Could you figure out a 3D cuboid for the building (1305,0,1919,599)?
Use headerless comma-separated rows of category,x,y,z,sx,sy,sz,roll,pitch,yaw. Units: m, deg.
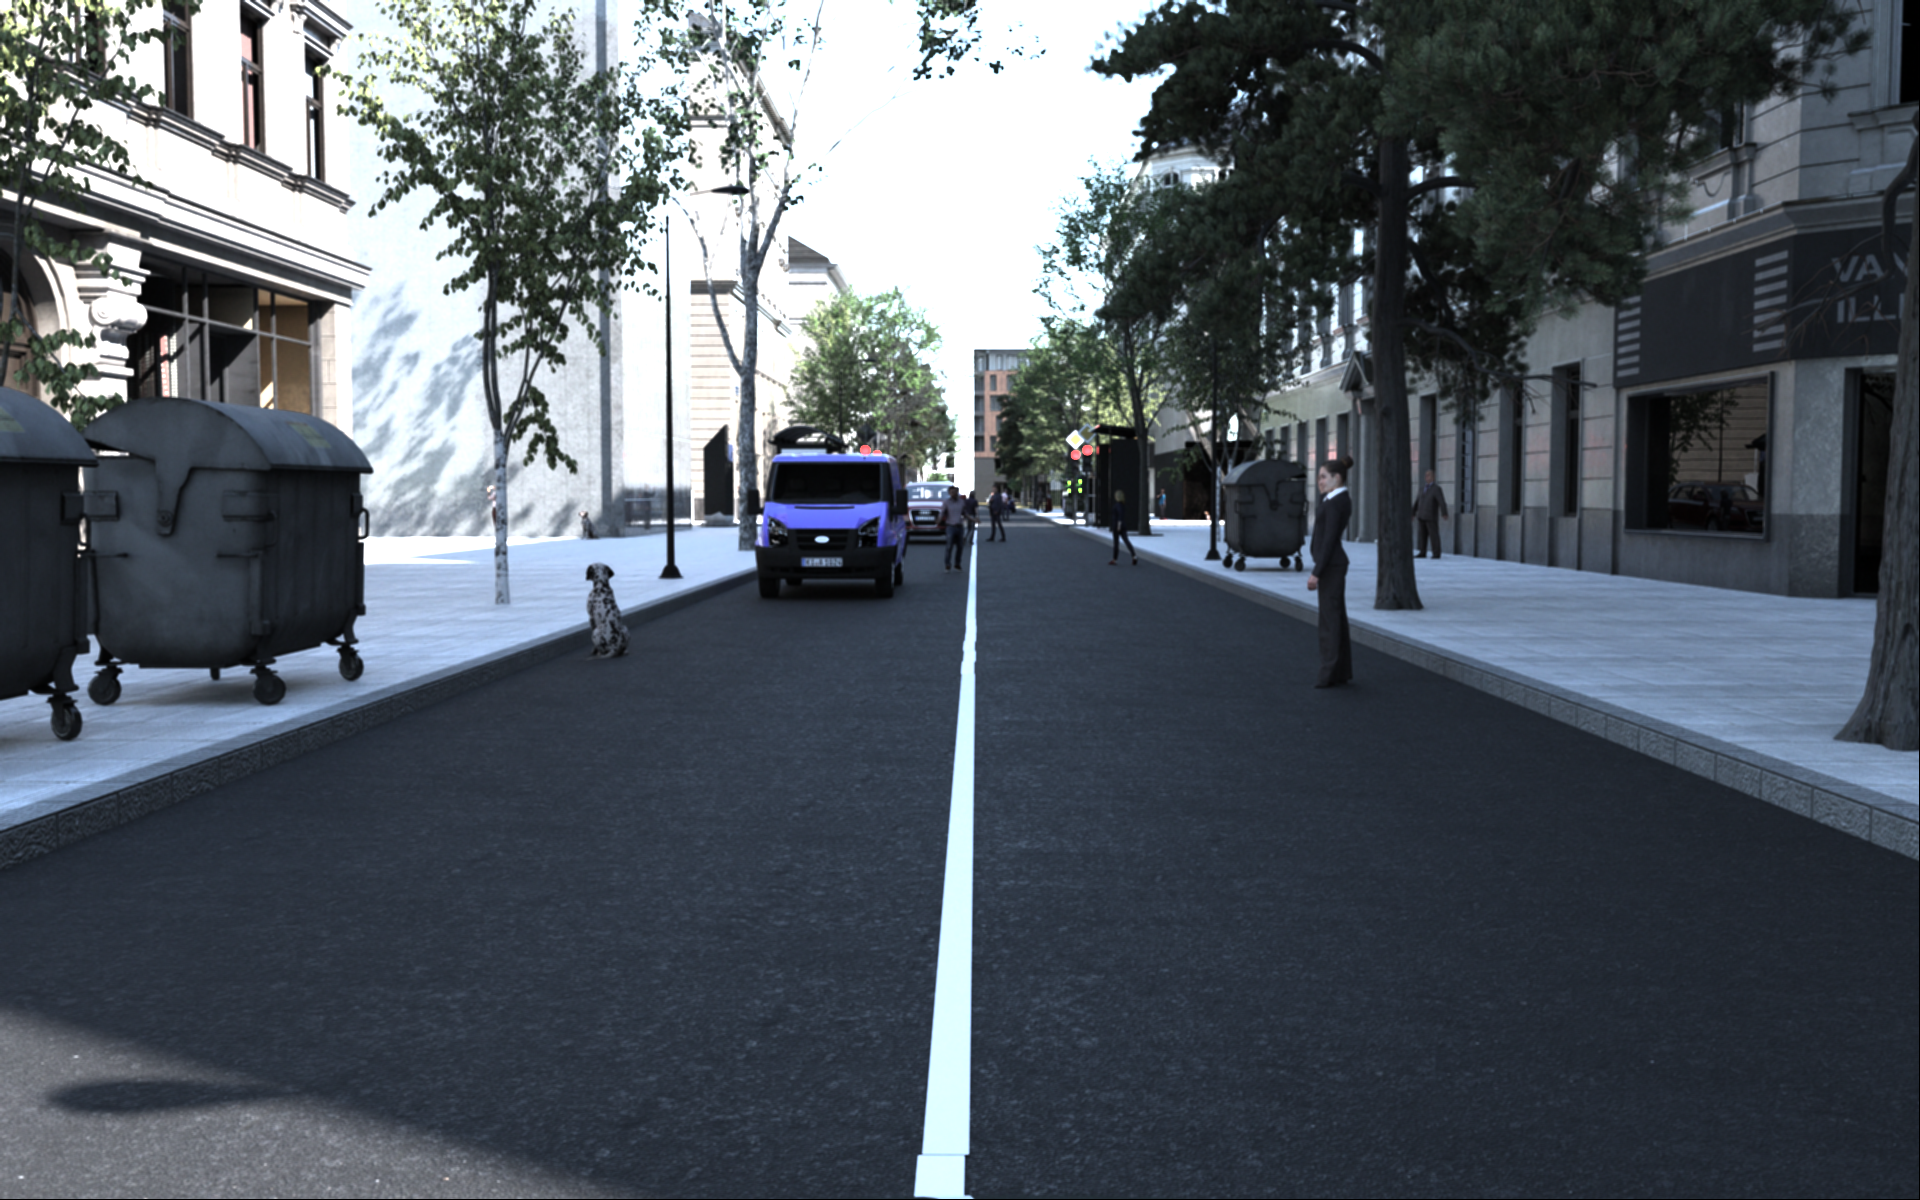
building,18.370,-16.107,39.757,17.030,29.872,44.131,0,4,1

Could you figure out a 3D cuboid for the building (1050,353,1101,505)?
building,19.827,-20.773,206.098,16.747,18.905,31.486,0,4,1

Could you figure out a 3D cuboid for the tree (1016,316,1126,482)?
tree,7.251,-11.724,109.816,7.486,12.596,7.792,0,3,0

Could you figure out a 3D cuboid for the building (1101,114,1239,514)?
building,20.096,-21.513,128.152,17.030,29.872,44.131,0,4,1

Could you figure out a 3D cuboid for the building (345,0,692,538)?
building,-19.711,-14.566,56.169,19.932,24.808,12.078,0,4,1

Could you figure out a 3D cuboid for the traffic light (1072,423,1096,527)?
traffic light,4.919,-4.780,67.405,0.839,4.213,0.868,0,4,1

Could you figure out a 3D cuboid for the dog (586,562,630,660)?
dog,-3.194,0.093,15.317,0.513,0.831,0.800,1,4,10

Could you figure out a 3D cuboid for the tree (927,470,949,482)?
tree,-2.864,-14.327,217.964,4.285,4.588,4.351,0,3,0

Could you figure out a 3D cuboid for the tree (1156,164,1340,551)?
tree,6.120,-5.382,38.360,4.360,8.622,3.978,0,3,0

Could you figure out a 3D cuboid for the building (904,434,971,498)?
building,-12.497,-18.451,243.812,28.070,9.664,9.099,0,4,1

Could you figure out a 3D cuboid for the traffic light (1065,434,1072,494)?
traffic light,4.996,-5.269,75.389,0.839,4.213,0.868,0,4,1

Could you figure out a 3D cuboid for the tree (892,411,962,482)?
tree,-3.422,-13.728,158.872,7.601,10.594,8.767,1,4,14

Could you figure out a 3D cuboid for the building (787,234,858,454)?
building,-13.890,-16.764,125.004,10.553,20.767,40.483,0,4,1

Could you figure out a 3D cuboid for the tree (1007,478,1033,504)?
tree,7.798,-14.815,225.935,4.285,4.588,4.351,0,3,0

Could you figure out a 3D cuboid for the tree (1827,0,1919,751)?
tree,4.955,-5.286,8.488,6.751,12.117,7.091,0,3,0

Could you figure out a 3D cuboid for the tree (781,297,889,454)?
tree,-4.387,-6.951,64.015,4.737,8.622,4.395,0,3,0

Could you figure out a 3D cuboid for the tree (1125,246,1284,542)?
tree,6.951,-5.896,46.754,4.737,8.622,4.395,0,3,0

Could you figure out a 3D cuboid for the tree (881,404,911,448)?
tree,-5.793,-11.219,133.791,4.360,8.622,3.978,0,3,0

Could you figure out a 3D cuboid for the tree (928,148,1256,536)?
tree,5.530,-7.785,53.048,9.928,11.665,9.643,0,3,0

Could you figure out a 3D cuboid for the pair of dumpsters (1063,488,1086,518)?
pair of dumpsters,6.423,-5.531,92.926,1.574,2.255,4.436,0,4,1

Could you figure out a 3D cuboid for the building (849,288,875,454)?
building,-16.283,-18.363,156.651,16.016,20.091,11.380,0,4,1

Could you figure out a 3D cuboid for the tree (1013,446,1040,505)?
tree,7.389,-15.976,211.572,4.360,8.622,3.978,0,3,0

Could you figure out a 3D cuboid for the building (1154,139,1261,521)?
building,19.148,-13.485,87.939,16.811,18.784,16.820,0,4,1

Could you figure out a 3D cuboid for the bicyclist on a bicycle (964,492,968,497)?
bicyclist on a bicycle,0.586,-10.968,189.354,1.499,1.676,1.625,0,4,1

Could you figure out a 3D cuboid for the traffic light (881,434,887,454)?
traffic light,-3.565,-5.273,75.456,0.839,4.213,0.868,0,4,1

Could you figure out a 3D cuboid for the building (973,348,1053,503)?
building,18.237,-25.018,253.023,32.646,21.610,27.936,0,4,1

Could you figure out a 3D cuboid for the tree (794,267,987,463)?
tree,-3.745,-11.156,92.764,12.009,13.543,11.850,0,3,0

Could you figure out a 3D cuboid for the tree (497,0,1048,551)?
tree,-4.354,-11.281,40.326,12.611,20.169,13.585,0,3,0

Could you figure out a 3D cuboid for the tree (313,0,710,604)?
tree,-5.116,-4.261,20.037,4.737,8.622,4.395,0,3,0

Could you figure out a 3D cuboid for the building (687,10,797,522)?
building,-16.111,-18.032,92.091,12.463,27.353,25.104,0,4,1

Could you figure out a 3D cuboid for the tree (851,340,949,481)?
tree,-4.088,-11.889,116.440,6.751,12.117,7.091,0,3,0

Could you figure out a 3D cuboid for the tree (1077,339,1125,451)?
tree,7.716,-7.956,80.444,4.737,8.622,4.395,0,3,0

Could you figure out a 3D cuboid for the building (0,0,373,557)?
building,-15.607,-9.817,11.423,10.553,20.767,40.483,0,4,1

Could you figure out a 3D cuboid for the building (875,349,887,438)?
building,-15.665,-20.801,196.523,16.016,20.091,11.380,0,4,1

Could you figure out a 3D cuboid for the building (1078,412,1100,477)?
building,16.091,-14.293,175.838,9.099,9.664,28.070,0,4,1

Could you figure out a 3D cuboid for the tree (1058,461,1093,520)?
tree,5.695,-5.676,87.401,1.663,3.219,1.824,0,3,0

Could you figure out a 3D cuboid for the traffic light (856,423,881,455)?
traffic light,-3.642,-4.785,67.472,0.839,4.213,0.868,0,4,1

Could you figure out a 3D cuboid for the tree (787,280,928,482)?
tree,-4.530,-9.636,83.305,9.928,11.665,9.643,0,3,0

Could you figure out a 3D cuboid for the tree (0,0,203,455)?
tree,-7.582,-3.820,12.821,4.737,8.622,4.395,0,3,0

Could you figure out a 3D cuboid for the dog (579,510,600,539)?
dog,-10.420,-2.131,49.224,0.800,0.831,0.513,-1,4,-13
